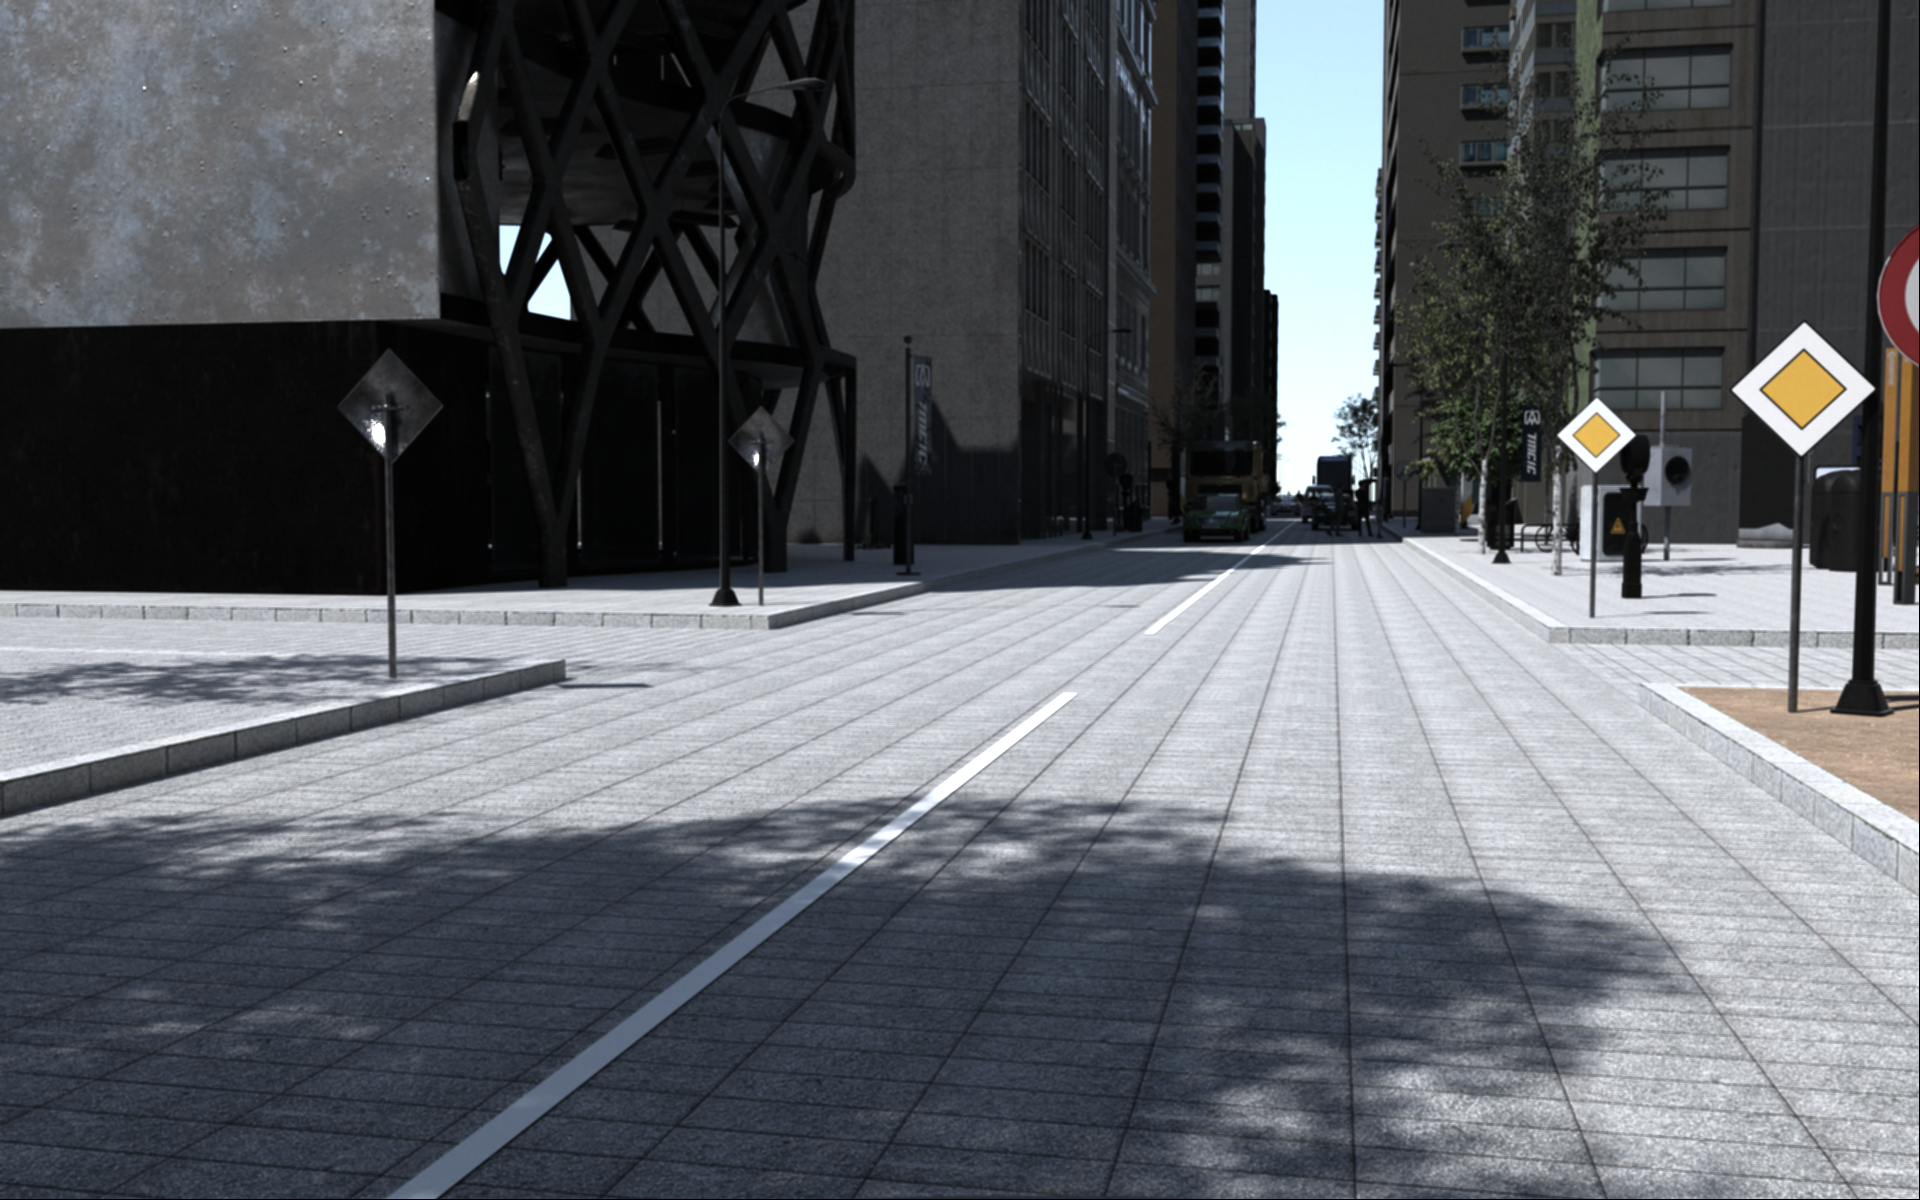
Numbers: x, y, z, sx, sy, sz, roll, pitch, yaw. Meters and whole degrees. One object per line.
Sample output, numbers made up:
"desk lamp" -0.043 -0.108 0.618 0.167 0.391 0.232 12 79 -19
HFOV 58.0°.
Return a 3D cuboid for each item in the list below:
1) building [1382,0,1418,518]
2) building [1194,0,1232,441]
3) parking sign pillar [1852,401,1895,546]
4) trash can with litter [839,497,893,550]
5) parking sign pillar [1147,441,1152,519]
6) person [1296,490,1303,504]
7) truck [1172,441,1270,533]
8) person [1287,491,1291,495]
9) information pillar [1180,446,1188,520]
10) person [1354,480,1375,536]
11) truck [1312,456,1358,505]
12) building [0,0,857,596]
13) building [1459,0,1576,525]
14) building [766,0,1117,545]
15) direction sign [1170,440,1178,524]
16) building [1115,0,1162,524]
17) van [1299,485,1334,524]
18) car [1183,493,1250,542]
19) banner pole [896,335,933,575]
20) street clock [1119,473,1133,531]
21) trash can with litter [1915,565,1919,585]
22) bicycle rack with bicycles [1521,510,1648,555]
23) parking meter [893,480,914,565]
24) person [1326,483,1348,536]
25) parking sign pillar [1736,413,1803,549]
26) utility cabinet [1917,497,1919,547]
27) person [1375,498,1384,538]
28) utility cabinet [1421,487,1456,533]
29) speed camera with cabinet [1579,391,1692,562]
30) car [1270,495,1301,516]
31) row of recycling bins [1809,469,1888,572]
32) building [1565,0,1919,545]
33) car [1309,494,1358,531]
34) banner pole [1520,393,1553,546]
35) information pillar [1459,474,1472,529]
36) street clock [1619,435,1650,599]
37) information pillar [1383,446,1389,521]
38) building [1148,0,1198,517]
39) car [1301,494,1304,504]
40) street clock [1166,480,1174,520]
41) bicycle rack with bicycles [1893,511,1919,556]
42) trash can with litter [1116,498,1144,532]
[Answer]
"building" 36.264 -29.215 101.372 21.300 48.544 21.600 1 4 12
"building" 12.487 -51.037 147.120 22.319 86.520 31.000 1 4 12
"parking sign pillar" 22.195 -3.286 42.204 1.447 3.967 1.447 1 4 9
"trash can with litter" -2.192 -1.822 40.840 1.678 1.210 2.233 0 4 8
"parking sign pillar" 8.973 -6.062 87.590 1.447 3.967 1.447 -1 4 -20
"person" 29.714 -8.734 151.855 0.990 1.755 0.434 3 5 43
"truck" 10.097 -4.242 65.280 3.469 3.379 9.791 1 4 13
"person" 33.938 -10.396 179.001 1.217 1.766 0.721 2 4 35
"information pillar" 10.890 -5.680 84.220 0.183 3.616 0.504 -2 4 -27
"person" 13.747 -3.124 58.948 0.648 1.900 0.474 3 5 43
"truck" 25.254 -7.736 116.243 2.967 4.110 18.799 1 4 11
"building" -10.596 -9.973 30.504 16.820 18.784 16.811 1 4 12
"building" 37.327 -23.465 75.529 32.217 40.220 23.993 1 4 12
"building" -2.334 -14.416 53.718 12.078 24.808 19.932 1 4 12
"direction sign" 9.065 -4.960 73.097 0.379 3.537 0.876 2 4 24
"building" 0.906 -17.581 73.346 13.634 28.700 20.117 1 4 12
"van" 17.746 -4.797 85.439 2.013 2.044 4.112 1 4 12
"car" 7.854 -2.694 52.845 1.959 1.807 4.718 1 4 13
"banner pole" -0.684 -2.300 27.615 0.401 3.779 0.863 3 4 36
"street clock" 5.795 -3.421 60.509 0.471 2.002 0.358 0 4 -7
"trash can with litter" 13.819 -0.788 24.276 0.624 1.170 1.055 -2 4 -34
"bicycle rack with bicycles" 13.724 -1.480 37.588 2.925 0.926 2.852 -1 4 -20
"parking meter" -1.026 -1.415 31.542 0.372 1.533 0.369 0 3 0
"person" 12.992 -3.101 59.317 0.853 1.813 0.709 -1 4 -15
"parking sign pillar" 19.347 -3.230 41.277 1.447 3.967 1.447 -3 5 -44
"utility cabinet" 23.636 -1.887 42.012 1.020 1.237 0.306 0 4 -3
"person" 13.691 -2.669 56.409 0.394 1.301 0.425 -2 4 -33
"utility cabinet" 15.707 -2.936 56.678 1.173 1.500 0.318 1 4 23
"speed camera with cabinet" 12.881 -2.363 32.979 2.038 3.252 0.660 -1 4 -14
"car" 21.921 -6.369 116.492 2.083 1.381 4.827 1 4 14
"row of recycling bins" 15.355 -1.401 30.026 1.069 1.692 3.534 1 4 20
"building" 24.644 -22.338 48.820 14.154 41.232 14.086 1 4 12
"car" 15.095 -3.541 69.686 2.131 1.459 4.920 1 4 12
"banner pole" 14.387 -3.247 43.104 0.863 3.779 0.401 1 4 14
"information pillar" 18.770 -4.453 64.156 0.504 3.616 0.183 -2 4 -28
"street clock" 8.280 -1.023 21.295 0.358 2.002 0.471 0 4 5
"information pillar" 20.636 -5.661 83.913 0.183 3.616 0.504 -1 4 -11
"building" 6.403 -27.611 101.546 14.600 45.320 14.200 1 4 12
"car" 44.259 -12.958 223.867 2.014 1.417 4.499 1 4 10
"street clock" 10.582 -5.041 86.993 0.471 2.002 0.358 1 4 13
"bicycle rack with bicycles" 20.177 -1.442 36.954 2.925 0.926 2.852 -1 4 -11
"trash can with litter" 5.680 -2.875 58.393 1.055 1.170 0.624 0 4 6
